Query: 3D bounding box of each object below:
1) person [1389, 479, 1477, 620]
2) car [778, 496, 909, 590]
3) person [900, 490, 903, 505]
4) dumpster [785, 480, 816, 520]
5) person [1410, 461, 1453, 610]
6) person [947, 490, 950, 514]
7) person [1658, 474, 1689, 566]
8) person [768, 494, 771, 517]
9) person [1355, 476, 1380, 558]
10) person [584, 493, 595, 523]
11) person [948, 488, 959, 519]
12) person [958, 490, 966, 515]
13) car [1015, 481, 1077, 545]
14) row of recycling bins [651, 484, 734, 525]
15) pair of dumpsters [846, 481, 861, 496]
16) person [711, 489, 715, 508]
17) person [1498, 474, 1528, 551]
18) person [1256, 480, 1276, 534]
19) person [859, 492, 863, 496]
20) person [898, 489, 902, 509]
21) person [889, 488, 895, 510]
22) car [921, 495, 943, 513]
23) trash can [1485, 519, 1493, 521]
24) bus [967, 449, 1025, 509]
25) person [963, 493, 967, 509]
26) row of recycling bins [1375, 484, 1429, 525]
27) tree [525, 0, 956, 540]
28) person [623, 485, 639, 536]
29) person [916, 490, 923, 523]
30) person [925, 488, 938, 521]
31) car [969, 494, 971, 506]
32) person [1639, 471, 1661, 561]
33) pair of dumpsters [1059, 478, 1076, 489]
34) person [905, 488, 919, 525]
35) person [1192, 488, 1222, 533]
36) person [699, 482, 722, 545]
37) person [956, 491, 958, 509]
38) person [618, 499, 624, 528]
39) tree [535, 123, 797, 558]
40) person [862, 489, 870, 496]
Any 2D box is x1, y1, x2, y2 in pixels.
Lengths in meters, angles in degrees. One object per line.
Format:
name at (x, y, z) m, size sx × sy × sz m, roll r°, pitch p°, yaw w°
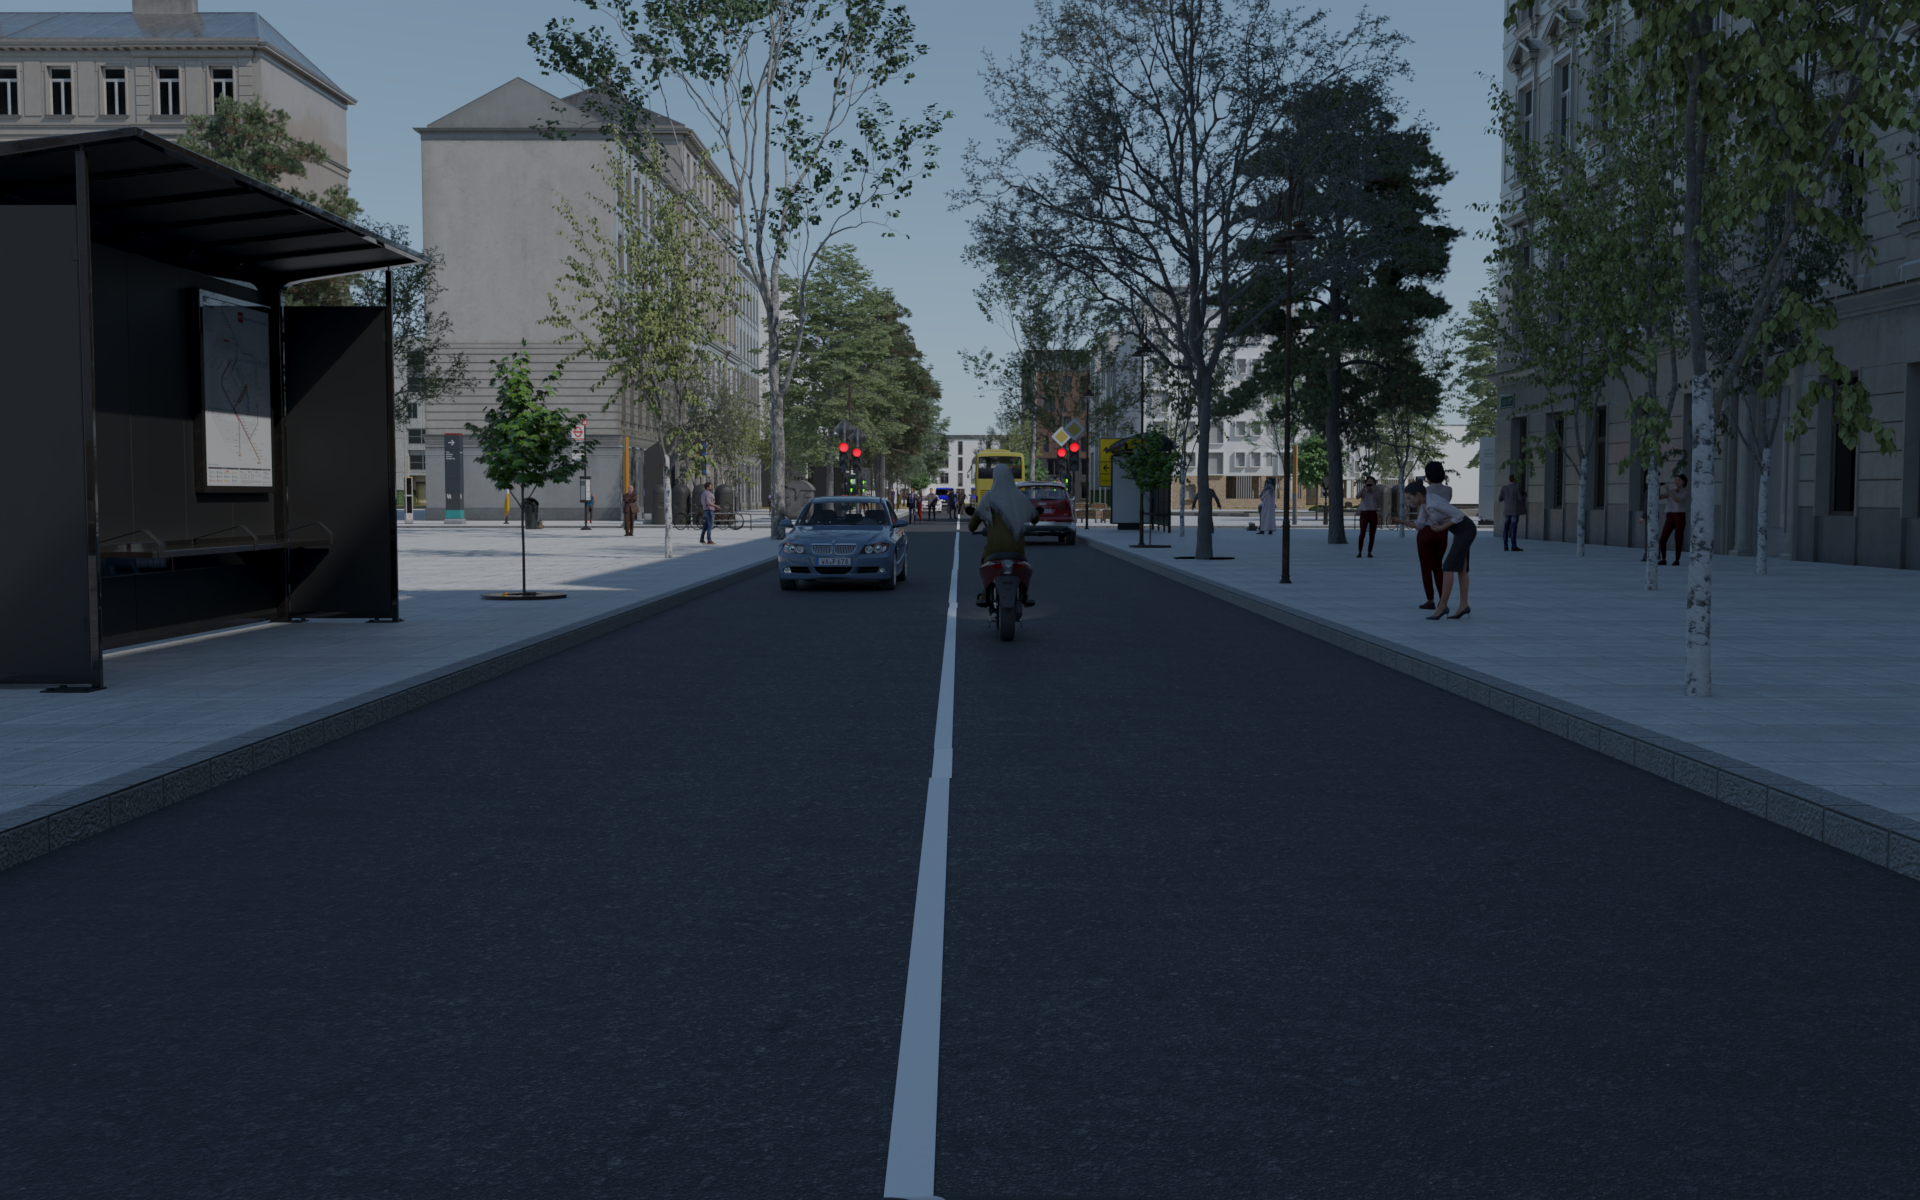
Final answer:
person at (4.872, -0.517, 17.686) m, size 0.799 × 1.438 × 0.628 m, roll -3°, pitch 4°, yaw -37°
car at (-1.786, -0.945, 27.446) m, size 2.014 × 1.417 × 4.499 m, roll 0°, pitch 4°, yaw 2°
person at (-7.204, -12.314, 208.058) m, size 1.217 × 1.739 × 0.721 m, roll 0°, pitch 4°, yaw 0°
dumpster at (-6.644, -4.015, 71.407) m, size 1.264 × 1.857 × 1.865 m, roll 0°, pitch 3°, yaw 0°
person at (5.245, -0.725, 19.352) m, size 0.517 × 1.644 × 0.566 m, roll 2°, pitch 4°, yaw 30°
person at (-0.720, -7.161, 126.384) m, size 0.445 × 1.727 × 0.742 m, roll -2°, pitch 4°, yaw -34°
person at (12.750, -1.439, 31.025) m, size 0.566 × 1.644 × 0.517 m, roll 1°, pitch 4°, yaw 8°
person at (-10.740, -5.466, 98.644) m, size 0.421 × 1.427 × 0.697 m, roll 1°, pitch 4°, yaw 9°
person at (8.229, -1.674, 34.868) m, size 0.566 × 1.644 × 0.517 m, roll -3°, pitch 5°, yaw -41°
person at (-16.349, -4.168, 76.057) m, size 0.647 × 1.594 × 0.662 m, roll -1°, pitch 4°, yaw -8°
person at (-0.357, -5.596, 100.439) m, size 0.568 × 1.767 × 0.683 m, roll 3°, pitch 4°, yaw 38°
person at (0.115, -6.801, 120.379) m, size 0.565 × 1.739 × 0.600 m, roll 0°, pitch 4°, yaw -7°
car at (2.256, -2.558, 50.490) m, size 2.281 × 1.827 × 5.304 m, roll 0°, pitch 4°, yaw 0°
row of recycling bins at (-11.121, -3.968, 71.984) m, size 3.534 × 1.692 × 1.069 m, roll 0°, pitch 4°, yaw 7°
pair of dumpsters at (-7.903, -7.637, 127.366) m, size 1.574 × 2.255 × 4.436 m, roll 0°, pitch 3°, yaw 0°
person at (-11.093, -4.195, 76.839) m, size 0.614 × 1.554 × 0.590 m, roll -3°, pitch 4°, yaw -38°
person at (12.452, -1.963, 38.953) m, size 0.431 × 1.722 × 0.655 m, roll -2°, pitch 4°, yaw -32°
person at (9.803, -2.966, 55.207) m, size 0.621 × 1.740 × 0.551 m, roll 3°, pitch 4°, yaw 37°
person at (-5.173, -4.980, 89.737) m, size 0.388 × 1.546 × 0.482 m, roll 2°, pitch 4°, yaw 32°
person at (-5.334, -8.933, 152.834) m, size 0.721 × 1.736 × 1.217 m, roll -1°, pitch 4°, yaw -19°
person at (-5.608, -8.350, 143.014) m, size 0.568 × 1.767 × 0.683 m, roll -2°, pitch 4°, yaw -34°
car at (-2.354, -7.447, 134.128) m, size 2.083 × 1.381 × 4.827 m, roll 0°, pitch 4°, yaw -1°
trash can at (22.699, -3.806, 73.876) m, size 0.748 × 1.137 × 0.748 m, roll 0°, pitch 3°, yaw 0°
bus at (1.945, -6.287, 94.339) m, size 2.896 × 3.916 × 12.252 m, roll 0°, pitch 4°, yaw -1°
person at (0.268, -9.621, 165.941) m, size 1.348 × 1.807 × 0.705 m, roll -3°, pitch 5°, yaw -43°
row of recycling bins at (18.673, -3.976, 72.112) m, size 3.534 × 1.692 × 1.069 m, roll -1°, pitch 4°, yaw -21°
tree at (-6.126, -11.689, 46.999) m, size 12.611 × 20.169 × 13.585 m, roll 0°, pitch 3°, yaw 0°
person at (-10.031, -2.720, 52.790) m, size 0.482 × 1.546 × 0.388 m, roll 0°, pitch 4°, yaw -8°
person at (-2.027, -4.634, 85.974) m, size 0.444 × 1.614 × 0.593 m, roll 2°, pitch 4°, yaw 34°
person at (-1.539, -5.099, 92.404) m, size 0.617 × 1.759 × 0.750 m, roll 1°, pitch 4°, yaw 9°
car at (1.992, -10.245, 176.184) m, size 2.281 × 1.827 × 5.304 m, roll 0°, pitch 4°, yaw 1°
person at (13.184, -1.610, 33.162) m, size 0.445 × 1.727 × 0.742 m, roll 1°, pitch 4°, yaw 10°
pair of dumpsters at (6.165, -6.258, 104.813) m, size 1.574 × 2.255 × 4.436 m, roll 0°, pitch 3°, yaw 0°
person at (-2.271, -4.410, 81.420) m, size 0.655 × 1.722 × 0.431 m, roll 2°, pitch 4°, yaw 24°
person at (8.019, -3.043, 56.353) m, size 0.990 × 1.755 × 0.434 m, roll 1°, pitch 4°, yaw 18°
person at (-6.349, -2.193, 43.850) m, size 0.435 × 1.587 × 0.963 m, roll -2°, pitch 4°, yaw -31°
person at (-0.238, -9.792, 169.541) m, size 0.756 × 1.711 × 0.436 m, roll 1°, pitch 4°, yaw 8°
person at (-12.686, -3.358, 65.607) m, size 0.471 × 1.553 × 0.569 m, roll 0°, pitch 4°, yaw 2°
tree at (-5.965, -5.133, 34.281) m, size 4.737 × 8.622 × 4.395 m, roll 0°, pitch 3°, yaw 0°
person at (-5.698, -5.963, 105.001) m, size 0.566 × 1.644 × 0.517 m, roll -2°, pitch 4°, yaw -27°
